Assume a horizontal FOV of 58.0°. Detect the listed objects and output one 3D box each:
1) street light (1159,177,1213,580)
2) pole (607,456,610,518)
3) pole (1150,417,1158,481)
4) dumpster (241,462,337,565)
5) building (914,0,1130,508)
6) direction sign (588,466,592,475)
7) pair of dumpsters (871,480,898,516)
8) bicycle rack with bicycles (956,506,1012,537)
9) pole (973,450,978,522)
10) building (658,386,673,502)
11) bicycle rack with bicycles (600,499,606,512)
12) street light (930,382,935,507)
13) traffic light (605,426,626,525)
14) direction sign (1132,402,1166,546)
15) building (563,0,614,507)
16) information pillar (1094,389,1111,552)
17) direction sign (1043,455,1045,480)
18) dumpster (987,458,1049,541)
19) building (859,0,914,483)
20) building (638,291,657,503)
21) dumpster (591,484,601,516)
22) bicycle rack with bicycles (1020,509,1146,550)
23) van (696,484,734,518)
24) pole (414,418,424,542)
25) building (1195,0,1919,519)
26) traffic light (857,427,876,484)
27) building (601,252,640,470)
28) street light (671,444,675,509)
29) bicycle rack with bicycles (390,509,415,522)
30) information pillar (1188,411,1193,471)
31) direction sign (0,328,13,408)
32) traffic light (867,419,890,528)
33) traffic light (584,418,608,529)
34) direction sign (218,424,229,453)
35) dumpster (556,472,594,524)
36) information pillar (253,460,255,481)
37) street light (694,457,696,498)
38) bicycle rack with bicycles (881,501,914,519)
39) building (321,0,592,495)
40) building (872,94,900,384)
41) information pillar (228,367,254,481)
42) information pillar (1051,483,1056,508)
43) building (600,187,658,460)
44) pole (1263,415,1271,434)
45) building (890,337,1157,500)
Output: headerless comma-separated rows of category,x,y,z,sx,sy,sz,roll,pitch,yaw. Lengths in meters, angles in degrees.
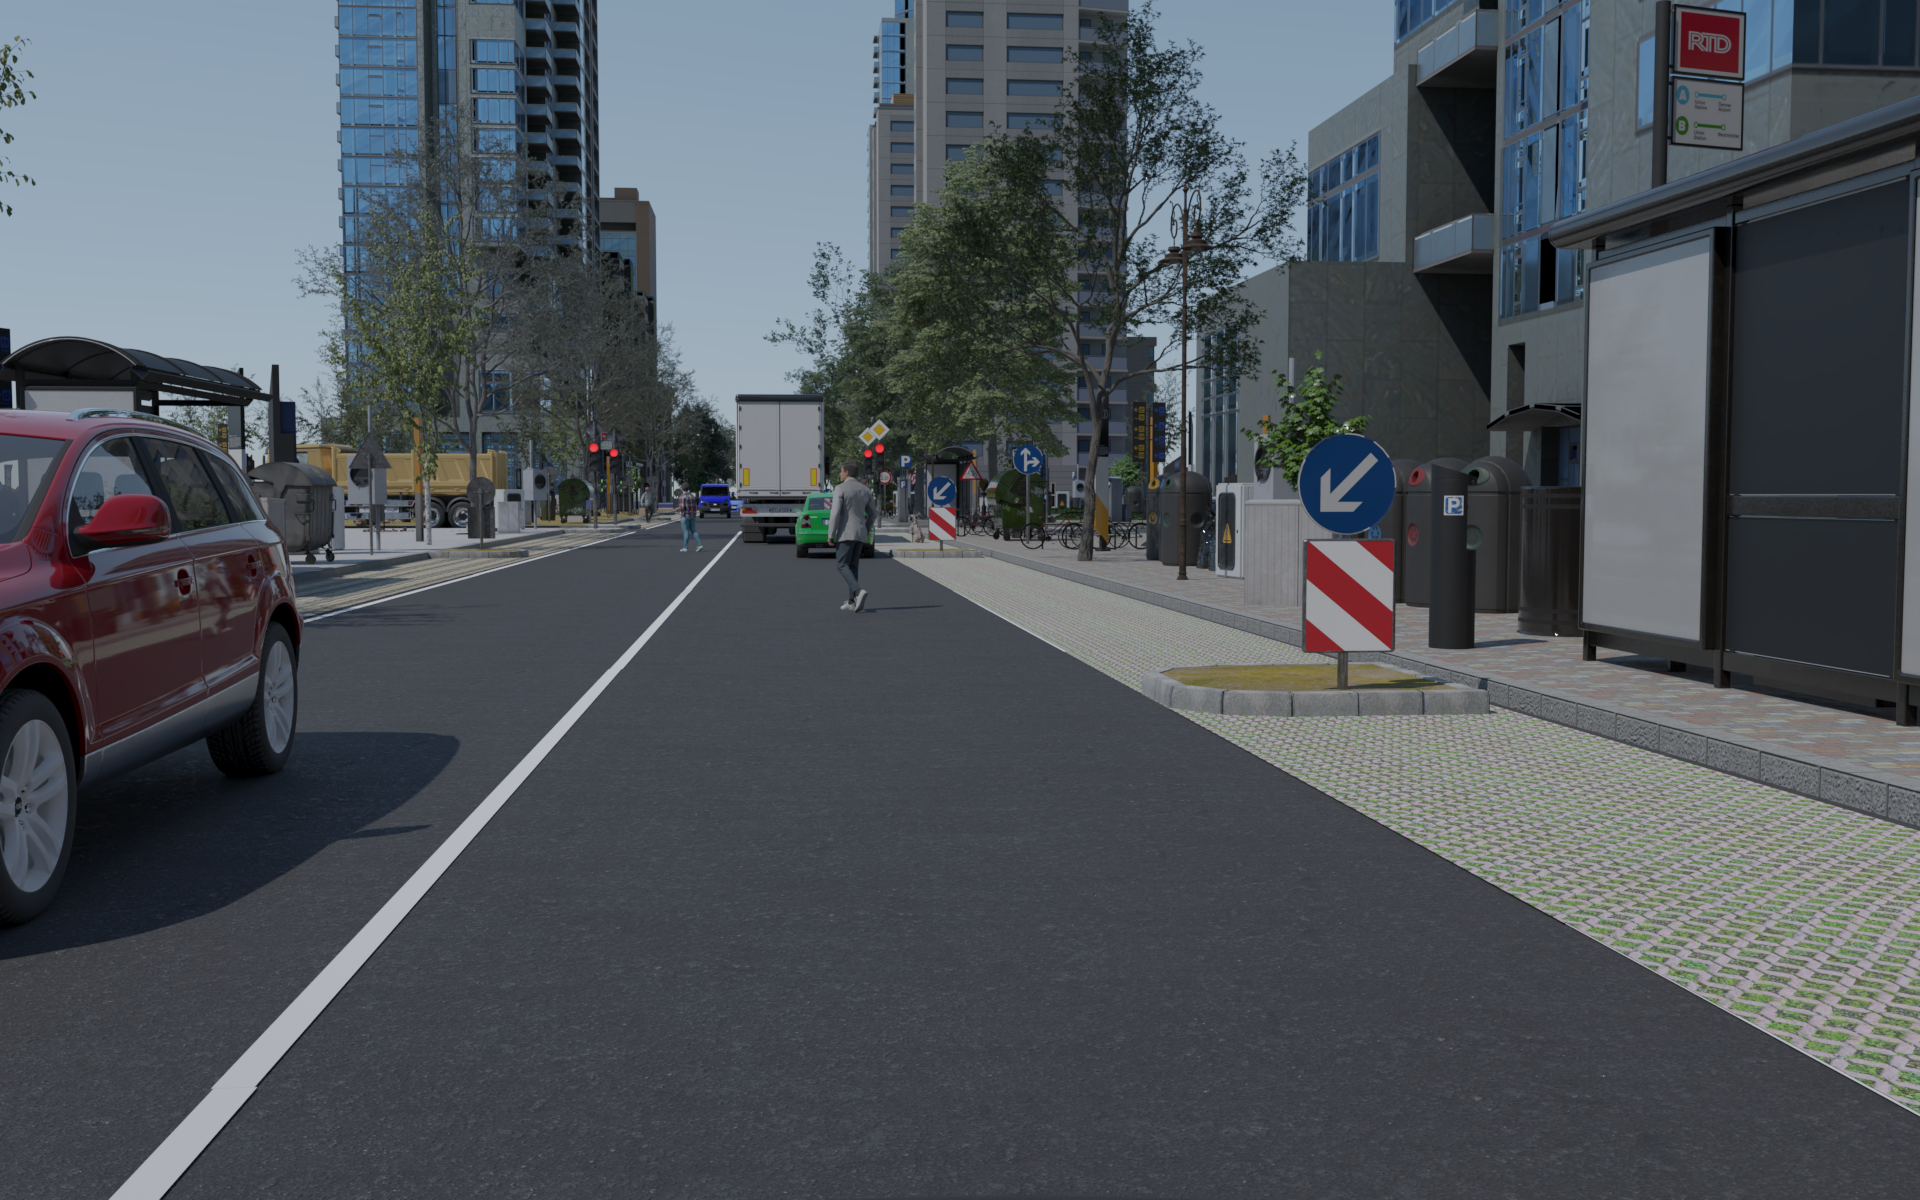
street light,3.326,-3.237,25.710,0.468,5.910,1.993,0,4,-6
pole,-19.041,-6.115,93.822,0.158,3.312,0.155,0,3,0
pole,5.139,-3.187,45.950,0.158,3.312,0.155,0,3,0
dumpster,-12.347,-1.603,31.965,1.264,1.857,1.865,0,4,-6
building,5.909,-38.624,173.498,21.231,58.520,28.212,0,4,-6
direction sign,-29.539,-8.945,138.245,0.876,3.537,0.379,1,4,9
pair of dumpsters,-4.340,-6.030,101.088,1.574,2.255,4.437,0,4,-6
bicycle rack with bicycles,1.084,-2.434,53.182,2.925,0.926,2.852,0,4,-5
pole,0.710,-5.255,79.755,0.158,3.312,0.155,0,3,0
building,-60.926,-26.484,278.051,27.650,21.520,28.899,0,4,-6
bicycle rack with bicycles,-24.328,-6.621,121.637,2.852,0.926,2.925,0,4,-5
street light,-1.025,-5.632,64.868,0.468,5.910,1.993,0,4,-6
traffic light,-14.297,-5.071,71.835,0.839,4.253,0.868,0,4,-6
direction sign,4.655,-3.101,42.698,0.876,3.537,0.379,-1,4,-17
building,-47.069,-45.671,184.967,20.563,71.187,20.611,0,4,-6
information pillar,3.147,-2.893,38.653,0.183,3.616,0.504,3,5,43
direction sign,4.496,-6.553,99.144,0.876,3.537,0.379,-2,4,-28
dumpster,1.600,-2.776,47.881,1.502,2.255,1.985,0,4,-6
building,-6.690,-59.865,291.470,22.319,86.520,31.000,0,4,-6
building,-50.033,-28.804,242.647,14.160,30.474,14.107,0,4,-6
dumpster,-21.441,-5.771,100.122,1.264,1.857,1.865,0,4,-6
bicycle rack with bicycles,3.158,-1.664,40.591,2.925,0.926,2.852,1,4,23
van,-14.665,-6.077,103.745,2.240,2.365,5.245,0,4,-8
pole,-14.568,-3.228,46.627,0.158,3.312,0.155,0,3,0
building,20.684,-44.591,41.728,22.319,86.520,31.000,0,4,-6
traffic light,-3.896,-5.140,72.958,0.839,4.253,0.868,0,4,-6
building,-45.880,-26.426,203.762,14.160,30.474,14.107,0,4,-6
street light,-24.641,-10.775,148.950,0.468,5.910,1.993,0,4,-6
bicycle rack with bicycles,-25.613,-4.167,81.505,2.852,0.926,2.925,3,4,36
information pillar,6.550,-3.540,49.232,0.183,3.616,0.504,1,4,14
direction sign,-13.105,-1.919,23.372,0.379,3.537,0.876,1,4,13
traffic light,-3.048,-4.654,65.018,0.839,4.253,0.868,0,4,-6
traffic light,-13.449,-4.586,63.895,0.839,4.253,0.868,0,4,-6
direction sign,-23.509,-3.907,55.876,0.876,3.537,0.379,1,4,12
dumpster,-16.839,-4.481,75.753,1.502,2.255,1.985,0,4,-6
information pillar,-41.239,-6.686,100.674,0.504,3.616,0.183,-2,4,-30
street light,-28.827,-13.205,188.684,0.468,5.910,1.993,0,4,-6
bicycle rack with bicycles,-2.596,-4.664,89.637,2.852,0.926,2.925,-2,4,-31
building,-44.997,-51.724,158.355,22.319,86.520,31.000,0,4,-6
building,-2.669,-44.060,262.376,21.231,58.520,28.212,0,4,-6
information pillar,-13.454,-2.503,32.272,0.504,3.616,0.183,3,5,40
information pillar,6.052,-6.596,112.335,0.304,2.012,0.304,1,4,9
building,-52.240,-37.068,256.166,14.600,45.320,14.200,0,4,-6
pole,7.946,-3.126,44.959,0.158,3.312,0.155,0,3,0
building,6.329,-21.914,203.336,27.650,21.520,28.899,0,4,-6
